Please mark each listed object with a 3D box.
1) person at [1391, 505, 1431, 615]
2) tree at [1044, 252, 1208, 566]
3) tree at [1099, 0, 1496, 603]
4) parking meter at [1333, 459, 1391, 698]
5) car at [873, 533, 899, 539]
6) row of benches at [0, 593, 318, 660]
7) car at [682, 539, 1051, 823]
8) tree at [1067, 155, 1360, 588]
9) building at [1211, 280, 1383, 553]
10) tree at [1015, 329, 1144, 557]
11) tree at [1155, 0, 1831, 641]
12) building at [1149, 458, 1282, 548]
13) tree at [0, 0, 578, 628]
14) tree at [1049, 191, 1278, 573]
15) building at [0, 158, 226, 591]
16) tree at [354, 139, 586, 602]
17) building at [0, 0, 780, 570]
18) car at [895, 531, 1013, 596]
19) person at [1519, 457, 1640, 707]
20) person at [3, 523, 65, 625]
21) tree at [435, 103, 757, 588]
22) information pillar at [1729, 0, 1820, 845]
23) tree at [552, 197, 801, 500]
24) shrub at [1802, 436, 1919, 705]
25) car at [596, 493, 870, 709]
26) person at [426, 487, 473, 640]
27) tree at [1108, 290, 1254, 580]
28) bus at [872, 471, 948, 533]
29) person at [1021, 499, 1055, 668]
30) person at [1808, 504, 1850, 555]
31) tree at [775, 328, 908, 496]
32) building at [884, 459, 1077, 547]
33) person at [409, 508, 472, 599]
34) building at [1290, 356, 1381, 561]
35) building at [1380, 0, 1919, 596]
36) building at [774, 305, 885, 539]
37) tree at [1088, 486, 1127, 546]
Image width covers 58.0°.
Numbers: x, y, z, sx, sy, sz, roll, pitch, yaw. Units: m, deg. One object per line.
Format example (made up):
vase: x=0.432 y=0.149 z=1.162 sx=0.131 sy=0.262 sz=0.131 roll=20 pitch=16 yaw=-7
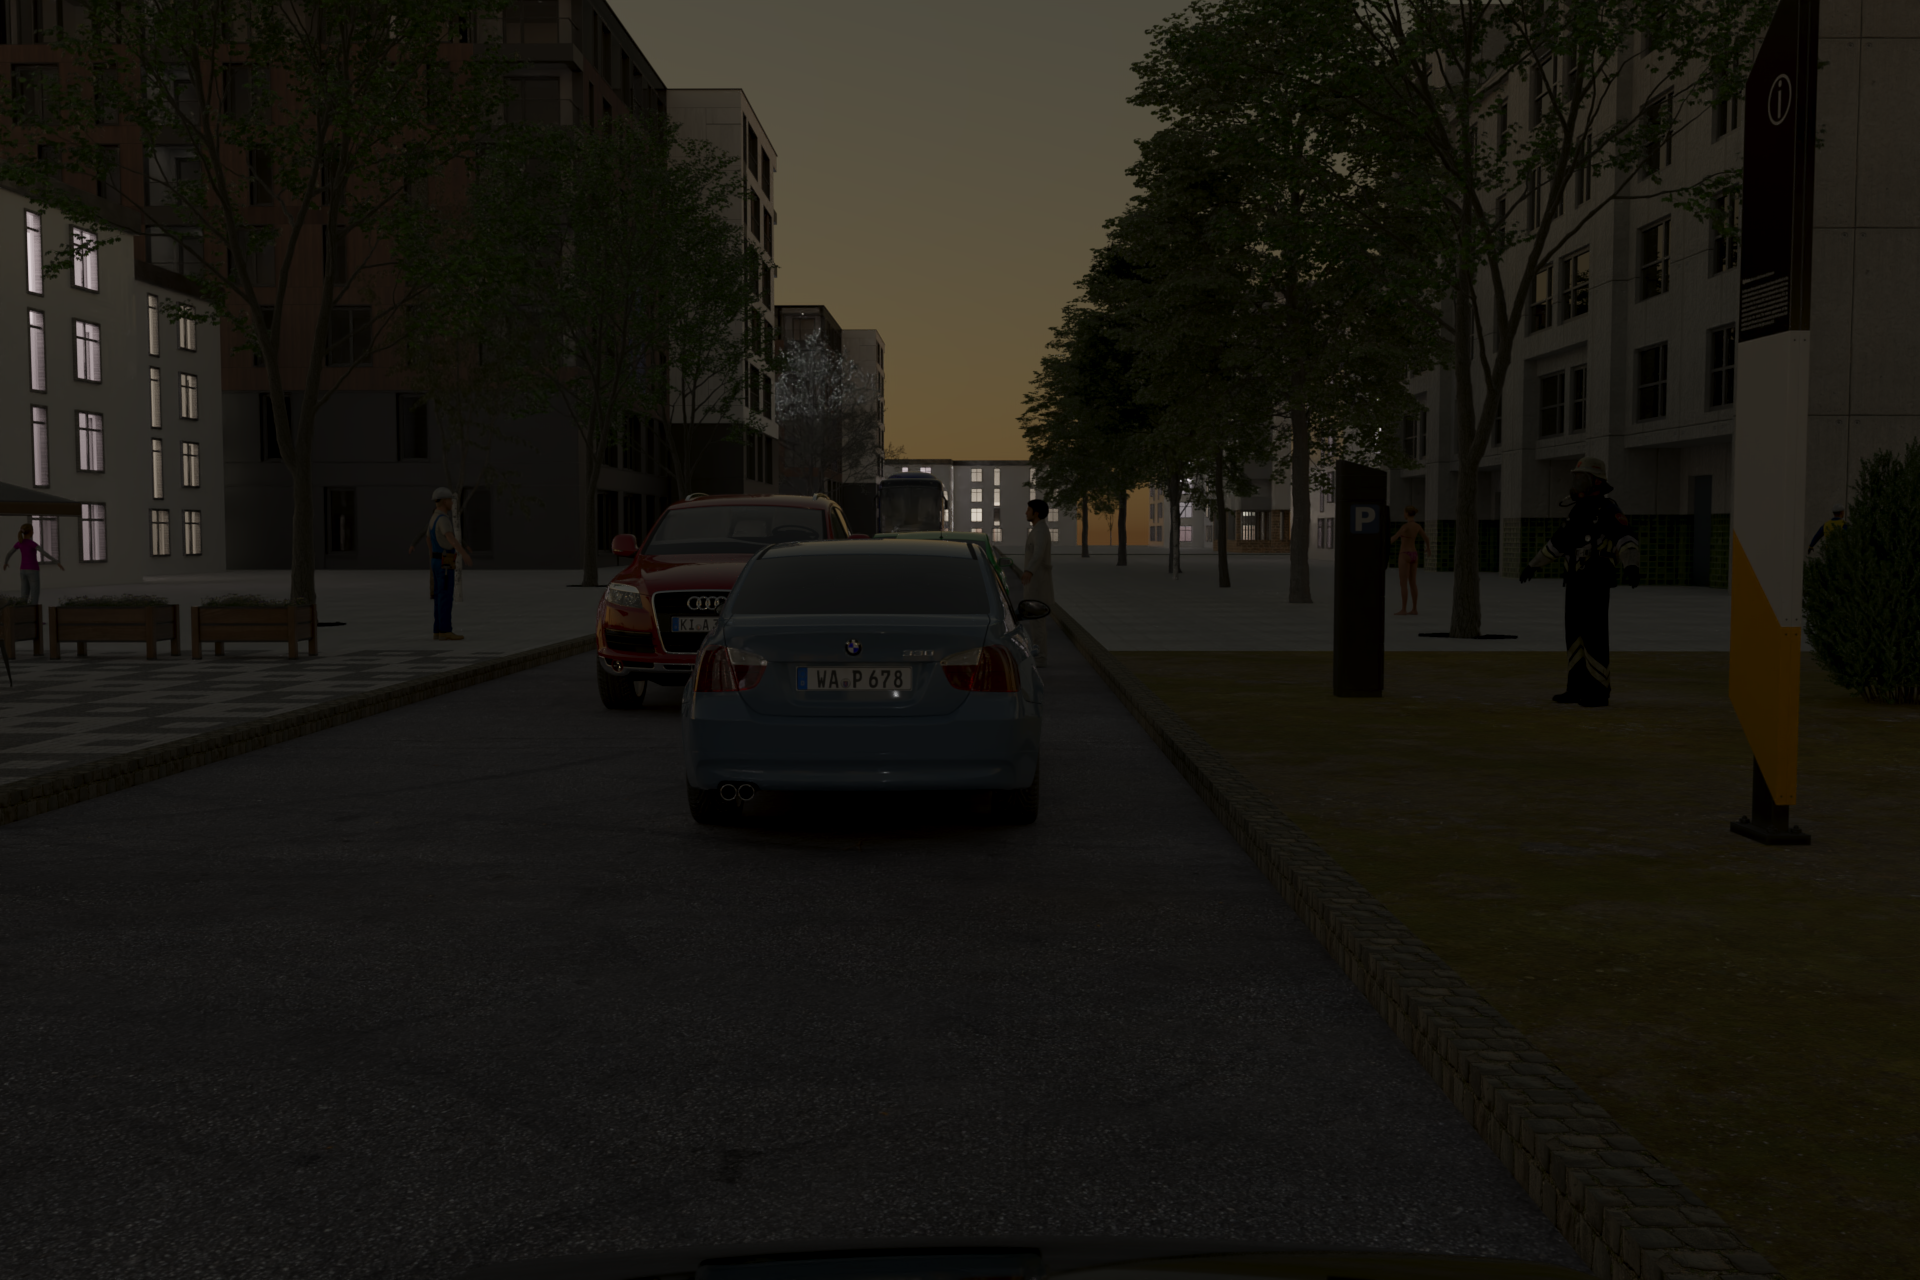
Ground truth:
person: x=7.057 y=-1.264 z=27.468 sx=1.217 sy=1.733 sz=0.721 roll=-2 pitch=4 yaw=-34
tree: x=6.939 y=-9.277 z=69.813 sx=7.486 sy=12.596 sz=7.792 roll=0 pitch=3 yaw=0
tree: x=6.009 y=-6.942 z=31.625 sx=7.486 sy=12.596 sz=7.792 roll=0 pitch=3 yaw=0
parking meter: x=3.168 y=-0.486 z=13.654 sx=0.399 sy=1.863 sz=0.255 roll=0 pitch=3 yaw=0
car: x=-1.540 y=-2.128 z=43.589 sx=1.959 sy=1.807 sz=4.718 roll=0 pitch=4 yaw=1
row of benches: x=-8.823 y=-0.150 z=17.923 sx=4.104 sy=0.672 sz=1.422 roll=0 pitch=4 yaw=0
car: x=-0.465 y=0.131 z=9.868 sx=2.014 sy=1.417 sz=4.499 roll=0 pitch=4 yaw=0
tree: x=6.027 y=-6.541 z=41.365 sx=7.601 sy=10.594 sz=8.767 roll=0 pitch=4 yaw=5
building: x=24.140 y=-16.720 z=129.792 sx=16.016 sy=20.090 sz=11.380 roll=0 pitch=4 yaw=1
tree: x=6.754 y=-10.774 z=94.280 sx=7.486 sy=12.596 sz=7.792 roll=0 pitch=3 yaw=0
tree: x=6.427 y=-5.832 z=21.112 sx=9.928 sy=11.665 sz=9.643 roll=0 pitch=3 yaw=0
building: x=23.581 y=-13.490 z=162.712 sx=9.099 sy=9.664 sz=28.070 roll=0 pitch=4 yaw=0
tree: x=-9.153 y=-5.984 z=23.602 sx=9.928 sy=11.665 sz=9.643 roll=0 pitch=3 yaw=0
tree: x=6.622 y=-8.456 z=56.375 sx=7.486 sy=12.596 sz=7.792 roll=0 pitch=3 yaw=0
building: x=-25.897 y=-6.311 z=45.339 sx=9.099 sy=9.664 sz=28.070 roll=0 pitch=3 yaw=0
tree: x=-9.630 y=-5.043 z=32.819 sx=4.360 sy=8.622 sz=3.978 roll=0 pitch=3 yaw=0
building: x=-23.953 y=-14.300 z=77.781 sx=27.936 sy=21.610 sz=32.646 roll=0 pitch=4 yaw=1
car: x=-0.230 y=-0.933 z=24.054 sx=1.959 sy=1.807 sz=4.718 roll=0 pitch=4 yaw=1
person: x=4.685 y=-0.441 z=12.982 sx=0.705 sy=1.856 sz=1.354 roll=-1 pitch=4 yaw=-16
person: x=-13.084 y=-0.928 z=24.435 sx=0.991 sy=1.433 sz=0.599 roll=1 pitch=4 yaw=13
tree: x=-8.801 y=-7.093 z=41.731 sx=9.928 sy=11.665 sz=9.643 roll=0 pitch=3 yaw=0
information pillar: x=3.412 y=-0.974 z=7.272 sx=0.183 sy=3.616 sz=0.504 roll=0 pitch=3 yaw=0
tree: x=-8.500 y=-7.782 z=52.986 sx=9.928 sy=11.665 sz=9.643 roll=0 pitch=3 yaw=0
shrub: x=7.192 y=-0.535 z=13.173 sx=1.690 sy=2.028 sz=1.600 roll=0 pitch=3 yaw=0
car: x=-1.899 y=-0.439 z=15.858 sx=2.281 sy=1.827 sz=5.304 roll=0 pitch=4 yaw=1
person: x=-6.235 y=-0.926 z=21.004 sx=0.705 sy=1.847 sz=1.347 roll=-2 pitch=4 yaw=-34
tree: x=6.031 y=-5.967 z=47.923 sx=4.737 sy=8.622 sz=4.395 roll=0 pitch=3 yaw=0
bus: x=-1.851 y=-4.900 z=71.663 sx=2.896 sy=3.916 sz=12.251 roll=0 pitch=4 yaw=0
person: x=0.806 y=-0.614 z=18.679 sx=0.705 sy=1.806 sz=1.347 roll=0 pitch=4 yaw=4
person: x=15.998 y=-1.565 z=31.549 sx=0.705 sy=1.833 sz=1.349 roll=-2 pitch=4 yaw=-27
tree: x=-8.719 y=-11.831 z=103.812 sx=12.009 sy=13.543 sz=11.850 roll=0 pitch=3 yaw=0
building: x=-0.784 y=-15.279 z=194.423 sx=28.070 sy=9.664 sz=9.099 roll=0 pitch=4 yaw=4
person: x=-10.270 y=-1.704 z=34.139 sx=0.705 sy=1.796 sz=1.348 roll=3 pitch=5 yaw=44
building: x=22.364 y=-8.500 z=81.118 sx=9.099 sy=9.664 sz=28.070 roll=0 pitch=4 yaw=1
building: x=24.487 y=-11.276 z=50.826 sx=16.747 sy=18.905 sz=31.486 roll=0 pitch=4 yaw=0
building: x=-22.326 y=-20.007 z=171.087 sx=27.936 sy=21.610 sz=32.646 roll=0 pitch=4 yaw=1
tree: x=16.940 y=-14.757 z=191.646 sx=4.360 sy=8.622 sz=3.978 roll=0 pitch=3 yaw=0
